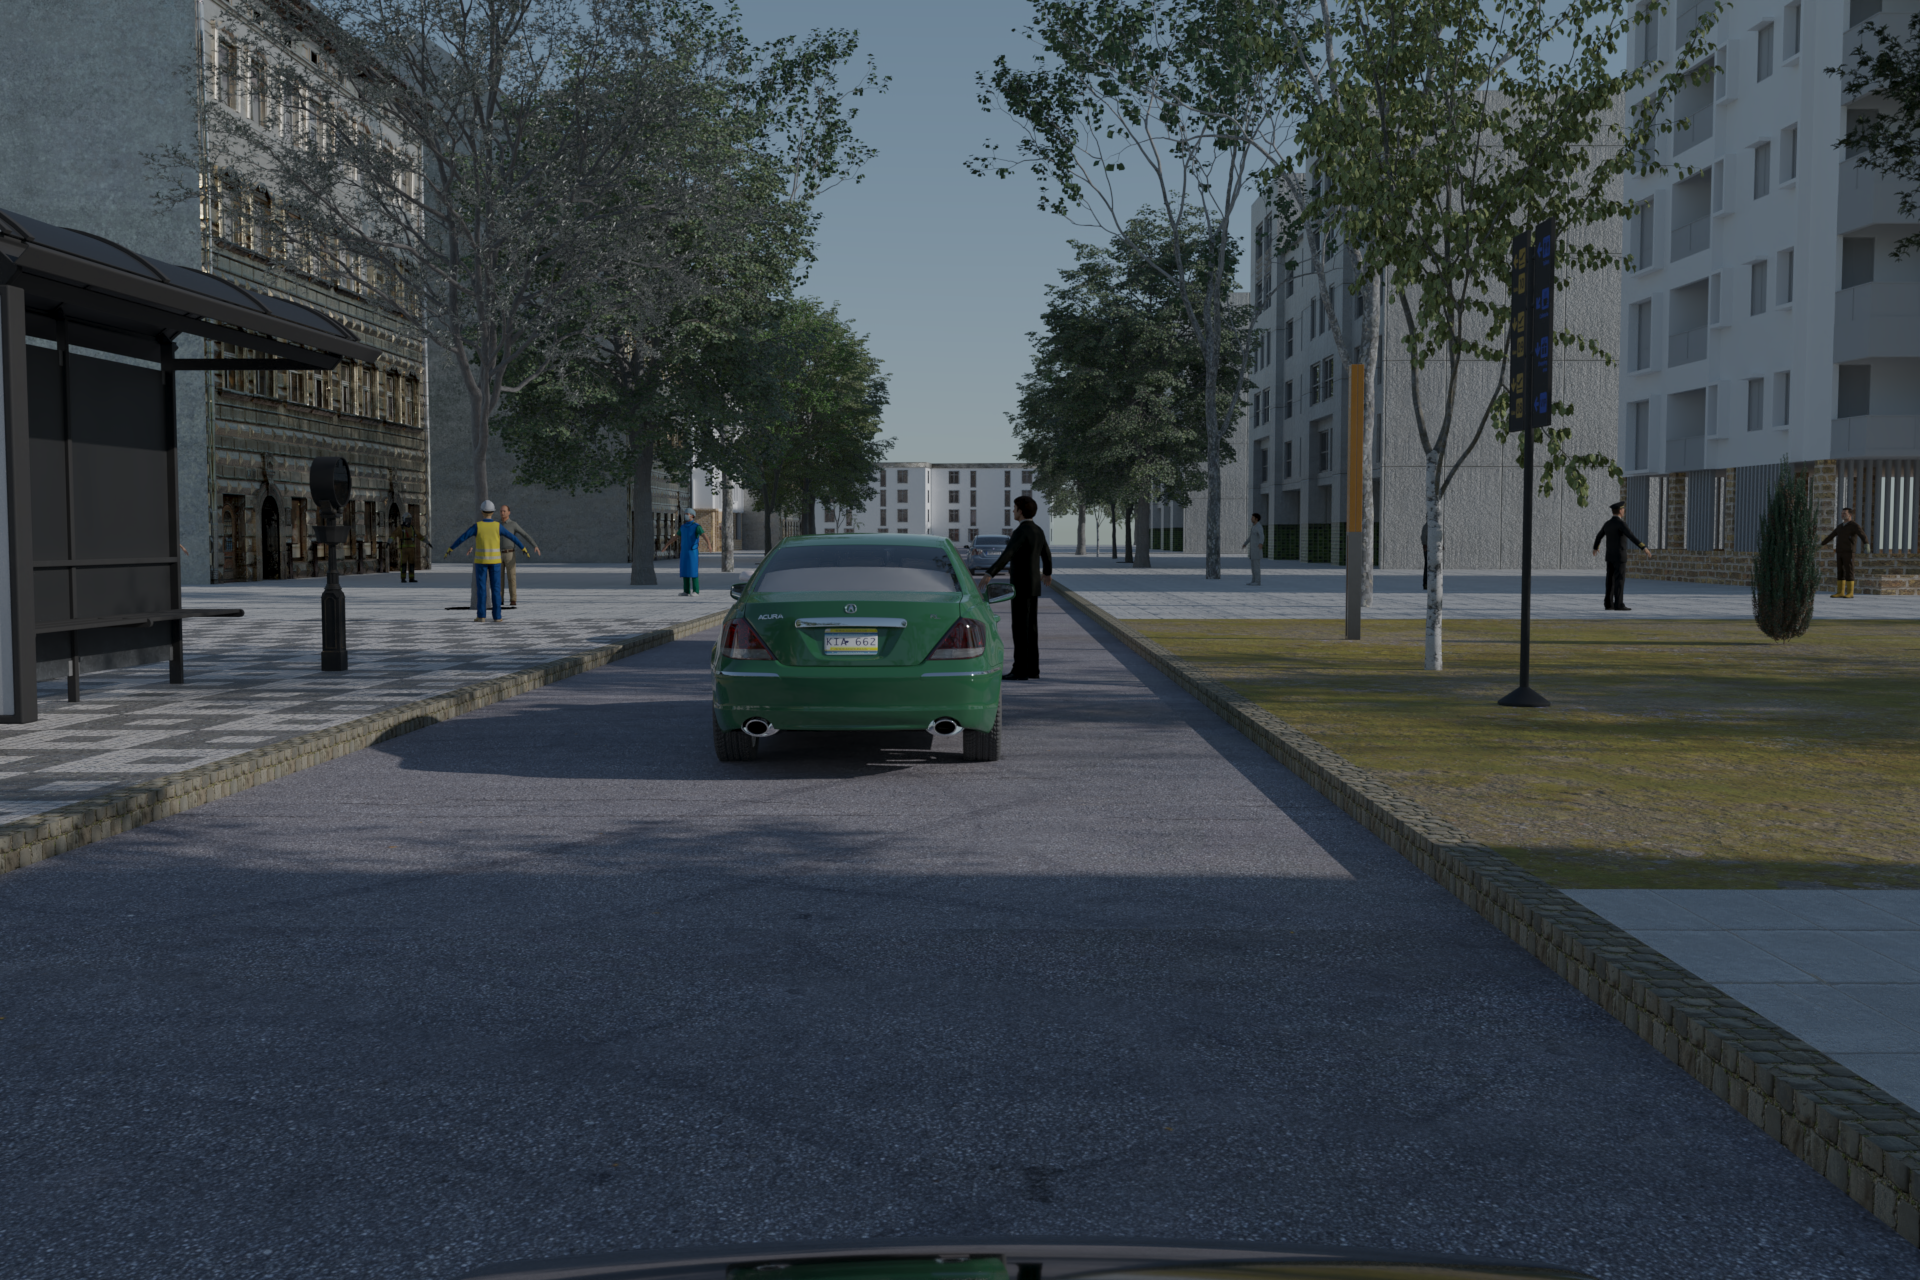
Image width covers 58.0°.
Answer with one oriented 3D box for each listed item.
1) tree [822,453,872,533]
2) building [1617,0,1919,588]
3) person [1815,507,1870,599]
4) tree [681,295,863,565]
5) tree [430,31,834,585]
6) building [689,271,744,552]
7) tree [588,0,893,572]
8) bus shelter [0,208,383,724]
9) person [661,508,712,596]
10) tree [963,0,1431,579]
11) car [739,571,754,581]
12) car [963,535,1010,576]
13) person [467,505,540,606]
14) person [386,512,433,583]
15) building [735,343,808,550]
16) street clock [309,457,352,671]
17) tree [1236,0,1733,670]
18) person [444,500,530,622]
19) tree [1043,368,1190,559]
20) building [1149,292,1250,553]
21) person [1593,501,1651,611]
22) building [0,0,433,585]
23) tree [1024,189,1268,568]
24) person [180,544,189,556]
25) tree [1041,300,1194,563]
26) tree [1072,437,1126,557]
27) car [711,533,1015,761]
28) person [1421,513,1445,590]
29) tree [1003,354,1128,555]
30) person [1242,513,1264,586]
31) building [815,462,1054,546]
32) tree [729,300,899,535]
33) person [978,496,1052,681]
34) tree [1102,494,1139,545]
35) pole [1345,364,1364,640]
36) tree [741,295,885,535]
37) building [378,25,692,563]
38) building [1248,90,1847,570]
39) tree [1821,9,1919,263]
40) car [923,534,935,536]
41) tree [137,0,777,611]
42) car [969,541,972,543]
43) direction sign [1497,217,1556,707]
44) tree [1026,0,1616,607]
[{"bbox_3d":[-7.497,-9.489,105.508,4.360,8.622,3.978,0,3,0],"label":"tree"},{"bbox_3d":[24.247,-11.741,48.379,16.016,20.090,11.380,0,4,0],"label":"building"},{"bbox_3d":[17.677,-1.741,34.605,0.704,1.812,1.346,-1,4,-18],"label":"person"},{"bbox_3d":[-8.011,-9.003,72.955,9.928,11.665,9.643,0,3,0],"label":"tree"},{"bbox_3d":[-8.099,-8.359,43.318,9.857,13.997,8.962,0,3,0],"label":"tree"},{"bbox_3d":[-22.410,-16.417,124.832,16.016,20.090,11.380,0,4,1],"label":"building"},{"bbox_3d":[-9.173,-12.321,57.335,12.611,20.169,13.585,0,3,0],"label":"tree"},{"bbox_3d":[-6.041,-1.124,12.302,2.014,3.302,5.546,0,4,1],"label":"bus shelter"},{"bbox_3d":[-5.590,-1.809,35.709,1.347,1.817,0.704,2,4,33],"label":"person"},{"bbox_3d":[6.376,-11.719,47.495,12.611,20.169,13.585,0,3,0],"label":"tree"},{"bbox_3d":[-1.509,-0.502,20.574,2.083,1.381,4.827,0,4,0],"label":"car"},{"bbox_3d":[1.129,-3.006,61.149,2.014,1.417,4.499,0,4,0],"label":"car"},{"bbox_3d":[-8.163,-1.516,31.065,1.348,1.796,0.705,0,4,5],"label":"person"},{"bbox_3d":[-14.580,-2.444,45.733,0.705,1.858,1.354,3,5,41],"label":"person"},{"bbox_3d":[-23.454,-19.363,147.509,19.493,23.208,18.063,0,4,1],"label":"building"},{"bbox_3d":[-5.879,-0.713,16.225,0.358,2.002,0.471,0,4,0],"label":"street clock"},{"bbox_3d":[4.477,-4.007,15.873,4.737,8.622,4.395,0,3,0],"label":"tree"},{"bbox_3d":[-6.915,-1.155,25.346,1.216,1.772,0.721,-1,4,-22],"label":"person"},{"bbox_3d":[8.138,-9.507,89.853,8.767,10.594,7.601,1,4,15],"label":"tree"},{"bbox_3d":[24.176,-16.441,135.267,16.747,18.905,31.486,0,4,1],"label":"building"},{"bbox_3d":[11.045,-1.416,29.080,0.705,1.837,1.347,-1,4,-20],"label":"person"},{"bbox_3d":[-28.206,-13.541,52.323,19.493,23.208,18.063,0,3,0],"label":"building"},{"bbox_3d":[6.934,-9.738,65.870,9.857,13.997,8.962,0,3,0],"label":"tree"},{"bbox_3d":[-13.489,-1.352,28.908,0.721,1.733,1.217,3,4,39],"label":"person"},{"bbox_3d":[7.471,-9.236,76.771,9.928,11.665,9.643,0,3,0],"label":"tree"},{"bbox_3d":[7.684,-9.008,97.647,4.360,8.622,3.978,0,3,0],"label":"tree"},{"bbox_3d":[-0.647,-0.034,12.350,2.131,1.459,4.920,0,4,0],"label":"car"},{"bbox_3d":[10.844,-2.064,39.878,0.705,1.813,1.348,2,4,33],"label":"person"},{"bbox_3d":[7.454,-12.207,106.232,9.857,13.997,8.962,0,3,0],"label":"tree"},{"bbox_3d":[7.353,-2.266,43.233,0.705,1.806,1.347,-1,4,-9],"label":"person"},{"bbox_3d":[-3.282,-15.771,202.462,28.070,9.664,9.099,0,4,8],"label":"building"},{"bbox_3d":[-8.207,-11.443,93.752,9.857,13.997,8.962,0,3,0],"label":"tree"},{"bbox_3d":[0.612,-0.516,17.075,0.705,1.806,1.347,2,4,31],"label":"person"},{"bbox_3d":[20.248,-17.789,197.498,9.857,13.997,8.962,0,3,0],"label":"tree"},{"bbox_3d":[4.773,-1.658,20.950,0.158,3.312,0.155,0,3,0],"label":"pole"},{"bbox_3d":[-7.113,-10.072,82.808,7.486,12.596,7.792,0,3,0],"label":"tree"},{"bbox_3d":[-23.800,-15.504,84.423,19.493,23.208,18.063,0,4,0],"label":"building"},{"bbox_3d":[23.812,-12.925,77.777,16.747,18.905,31.486,0,4,1],"label":"building"},{"bbox_3d":[10.919,-4.872,14.069,7.601,10.594,8.767,0,4,7],"label":"tree"},{"bbox_3d":[-1.657,-3.892,73.414,2.009,1.686,4.222,0,4,1],"label":"car"},{"bbox_3d":[-8.025,-7.248,28.882,12.009,13.543,11.850,0,3,0],"label":"tree"},{"bbox_3d":[1.644,-5.932,109.358,2.083,1.381,4.827,0,4,-1],"label":"car"},{"bbox_3d":[4.234,-1.278,12.898,0.379,3.537,0.876,0,3,0],"label":"direction sign"},{"bbox_3d":[7.588,-10.731,31.343,12.611,20.169,13.585,0,3,0],"label":"tree"}]
